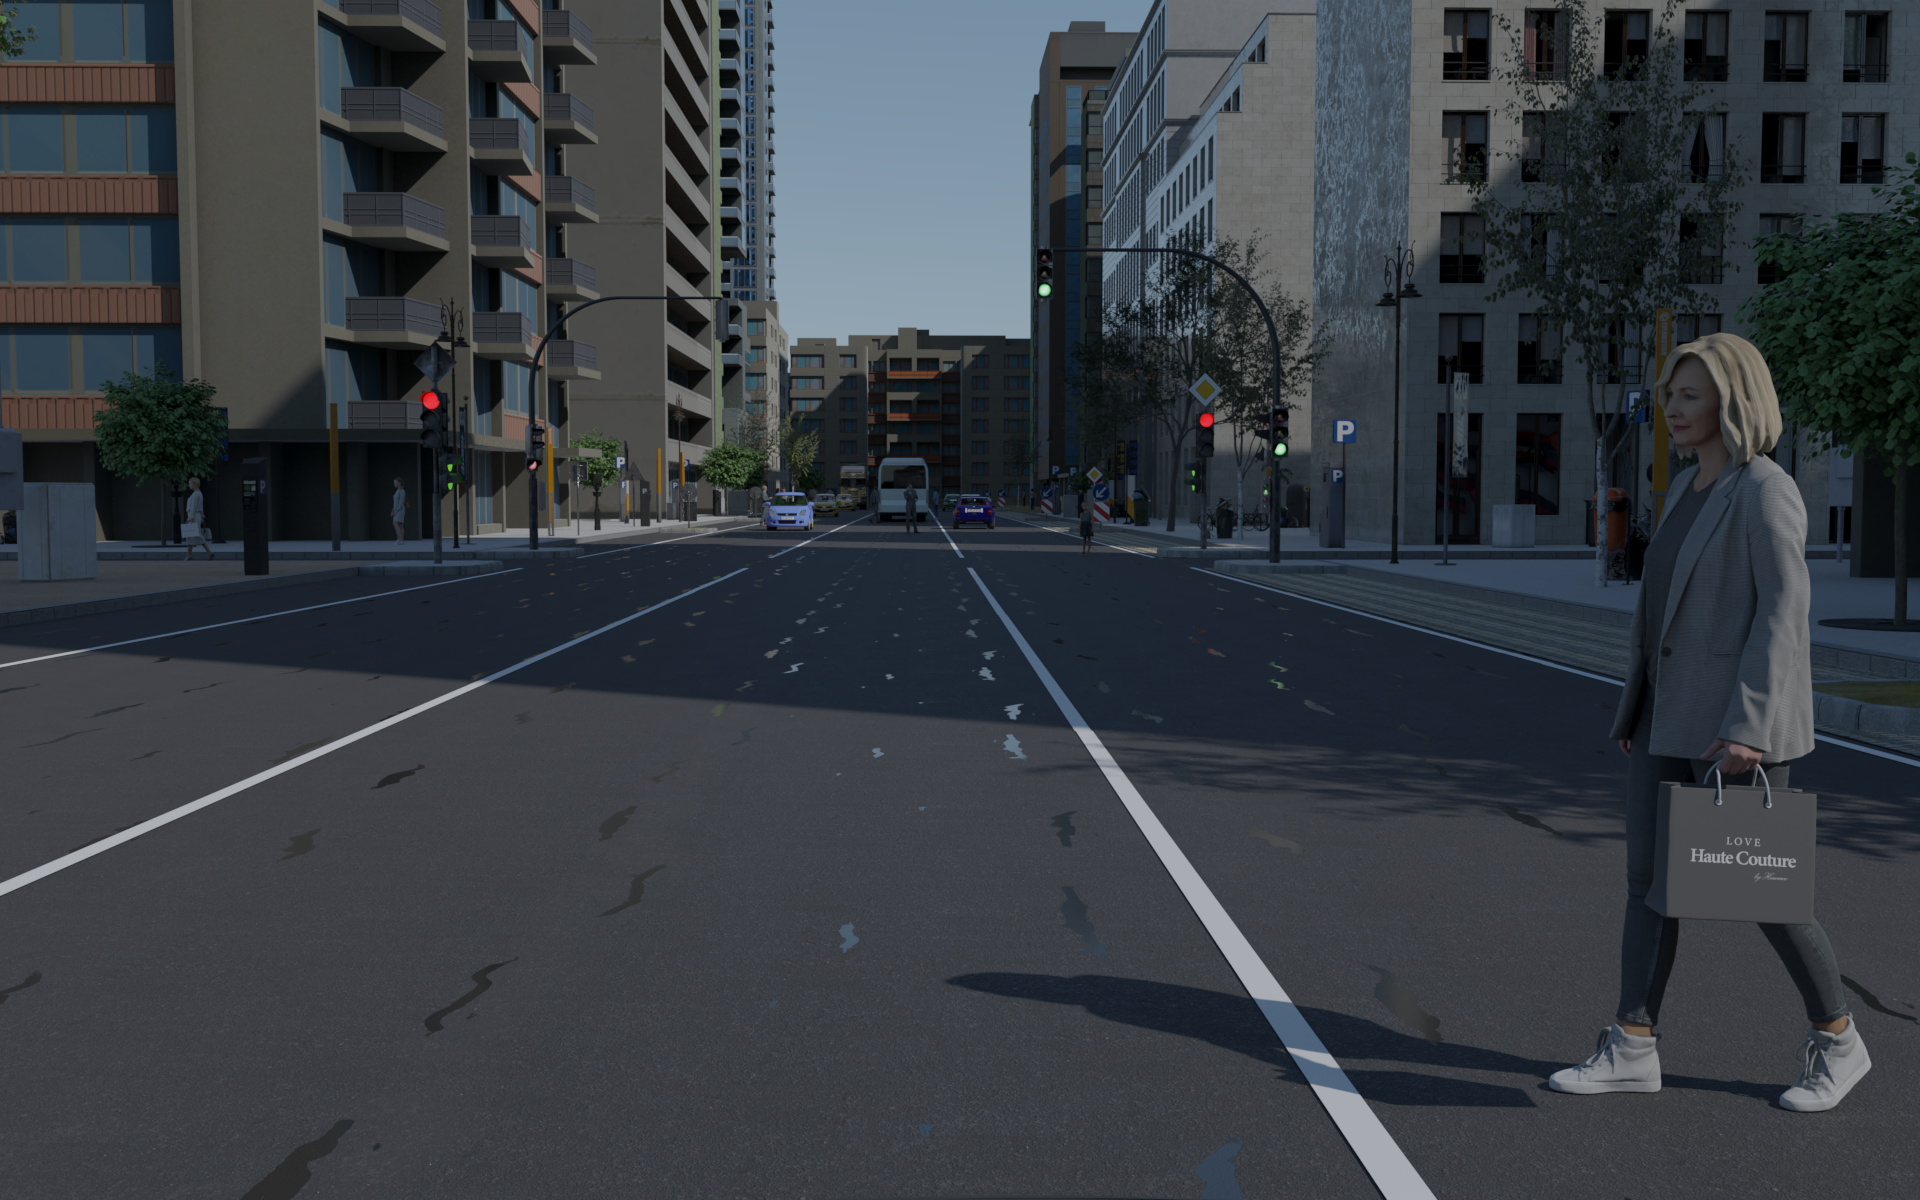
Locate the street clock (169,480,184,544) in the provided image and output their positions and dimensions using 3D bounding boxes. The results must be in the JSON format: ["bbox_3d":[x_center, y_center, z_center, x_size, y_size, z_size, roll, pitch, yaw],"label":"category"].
[{"bbox_3d":[-20.134,-2.443,44.514,0.358,2.002,0.471,-1,4,-22],"label":"street clock"}]

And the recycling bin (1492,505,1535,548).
[{"bbox_3d":[13.269,-1.771,41.511,0.722,1.027,0.722,-1,4,-20],"label":"recycling bin"}]

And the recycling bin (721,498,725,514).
[{"bbox_3d":[-16.004,-6.221,114.270,0.722,1.027,0.722,-3,5,-40],"label":"recycling bin"}]

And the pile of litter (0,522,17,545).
[{"bbox_3d":[-24.558,-1.871,44.564,1.719,0.858,1.176,-3,4,-38],"label":"pile of litter"}]

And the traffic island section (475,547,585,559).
[{"bbox_3d":[-9.844,-1.081,39.955,2.009,0.180,2.903,0,4,-1],"label":"traffic island section"}]

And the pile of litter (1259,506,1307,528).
[{"bbox_3d":[12.254,-3.168,65.757,1.719,0.858,1.176,2,4,29],"label":"pile of litter"}]

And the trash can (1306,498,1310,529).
[{"bbox_3d":[12.877,-3.123,62.710,0.748,1.137,0.748,0,3,0],"label":"trash can"}]

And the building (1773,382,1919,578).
[{"bbox_3d":[23.678,-21.927,13.136,22.147,44.769,28.867,0,4,-1],"label":"building"}]

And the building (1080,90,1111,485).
[{"bbox_3d":[15.666,-21.761,127.491,14.160,30.474,14.107,0,4,-1],"label":"building"}]

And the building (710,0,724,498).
[{"bbox_3d":[-24.482,-26.771,121.304,14.154,41.232,14.086,0,4,-1],"label":"building"}]

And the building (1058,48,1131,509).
[{"bbox_3d":[24.839,-27.801,146.433,32.217,40.220,23.993,0,4,-1],"label":"building"}]

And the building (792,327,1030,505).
[{"bbox_3d":[-5.654,-22.670,215.693,28.899,21.520,27.650,0,4,-1],"label":"building"}]

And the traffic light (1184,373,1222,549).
[{"bbox_3d":[5.653,-3.137,40.207,0.839,4.253,0.868,0,4,-1],"label":"traffic light"}]

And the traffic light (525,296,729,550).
[{"bbox_3d":[-7.715,-3.990,39.906,4.771,5.953,1.251,0,4,-1],"label":"traffic light"}]

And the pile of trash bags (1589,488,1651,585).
[{"bbox_3d":[10.299,-0.970,25.615,3.447,1.369,1.912,-3,5,-44],"label":"pile of trash bags"}]

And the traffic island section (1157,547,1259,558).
[{"bbox_3d":[5.693,-1.103,40.322,2.009,0.180,2.903,0,4,-1],"label":"traffic island section"}]

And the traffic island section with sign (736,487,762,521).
[{"bbox_3d":[-10.752,-5.069,91.507,1.989,1.847,2.006,0,4,-1],"label":"traffic island section with sign"}]

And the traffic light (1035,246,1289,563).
[{"bbox_3d":[3.755,-3.509,32.033,4.771,5.953,1.251,0,4,-1],"label":"traffic light"}]

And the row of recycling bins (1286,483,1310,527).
[{"bbox_3d":[14.440,-3.719,67.925,3.534,1.692,1.069,-1,4,-16],"label":"row of recycling bins"}]

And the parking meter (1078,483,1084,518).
[{"bbox_3d":[6.392,-5.253,91.593,0.255,1.863,0.399,1,4,19],"label":"parking meter"}]

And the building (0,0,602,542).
[{"bbox_3d":[-24.819,-24.710,58.633,22.147,44.769,28.867,0,4,-1],"label":"building"}]

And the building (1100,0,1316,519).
[{"bbox_3d":[15.225,-19.764,100.641,11.434,29.767,29.804,0,4,-1],"label":"building"}]

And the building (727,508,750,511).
[{"bbox_3d":[-28.130,-50.744,142.342,22.319,86.520,31.000,0,4,-1],"label":"building"}]

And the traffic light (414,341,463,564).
[{"bbox_3d":[-9.612,-2.625,31.839,0.839,4.253,0.868,0,4,-1],"label":"traffic light"}]

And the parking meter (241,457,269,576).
[{"bbox_3d":[-11.137,-1.324,27.366,0.255,1.863,0.399,0,4,3],"label":"parking meter"}]

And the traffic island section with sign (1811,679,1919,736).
[{"bbox_3d":[6.405,-0.139,10.900,1.989,1.847,2.006,0,4,-1],"label":"traffic island section with sign"}]

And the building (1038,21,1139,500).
[{"bbox_3d":[14.938,-31.561,166.133,14.600,45.320,14.200,0,4,-1],"label":"building"}]

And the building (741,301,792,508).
[{"bbox_3d":[-32.728,-20.129,174.142,28.899,21.520,27.650,0,4,-1],"label":"building"}]

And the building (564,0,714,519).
[{"bbox_3d":[-25.873,-28.952,97.065,21.300,48.544,21.600,0,4,-1],"label":"building"}]

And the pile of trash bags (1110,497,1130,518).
[{"bbox_3d":[7.939,-5.129,93.617,1.912,1.369,3.447,2,4,28],"label":"pile of trash bags"}]

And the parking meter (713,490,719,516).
[{"bbox_3d":[-14.249,-5.671,101.125,0.372,1.533,0.369,0,3,0],"label":"parking meter"}]

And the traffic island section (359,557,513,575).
[{"bbox_3d":[-9.653,-0.593,31.972,2.009,0.180,2.903,0,4,-1],"label":"traffic island section"}]

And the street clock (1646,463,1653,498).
[{"bbox_3d":[16.170,-2.179,40.200,0.471,2.002,0.358,-2,4,-26],"label":"street clock"}]

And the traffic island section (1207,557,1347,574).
[{"bbox_3d":[5.884,-0.615,32.339,2.009,0.180,2.903,0,4,-1],"label":"traffic island section"}]

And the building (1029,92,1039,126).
[{"bbox_3d":[23.141,-38.314,215.679,27.495,52.752,28.713,0,4,-1],"label":"building"}]

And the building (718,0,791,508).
[{"bbox_3d":[-35.527,-54.892,210.152,31.000,86.520,22.319,0,4,-1],"label":"building"}]

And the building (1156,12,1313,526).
[{"bbox_3d":[15.188,-13.632,77.633,10.420,20.320,16.860,0,4,-1],"label":"building"}]

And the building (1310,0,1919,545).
[{"bbox_3d":[19.398,-11.831,48.193,16.860,20.320,10.420,0,4,-1],"label":"building"}]

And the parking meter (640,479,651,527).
[{"bbox_3d":[-12.410,-3.832,68.372,0.399,1.863,0.255,0,4,0],"label":"parking meter"}]

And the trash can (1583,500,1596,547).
[{"bbox_3d":[15.517,-1.860,42.057,0.748,1.137,0.748,0,3,0],"label":"trash can"}]

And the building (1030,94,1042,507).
[{"bbox_3d":[14.247,-30.410,180.791,14.154,41.232,14.086,0,4,-1],"label":"building"}]

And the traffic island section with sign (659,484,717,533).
[{"bbox_3d":[-10.103,-3.421,64.559,1.989,1.847,2.006,0,4,-1],"label":"traffic island section with sign"}]

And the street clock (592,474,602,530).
[{"bbox_3d":[-12.810,-3.461,61.159,0.358,2.002,0.471,-2,4,-28],"label":"street clock"}]
